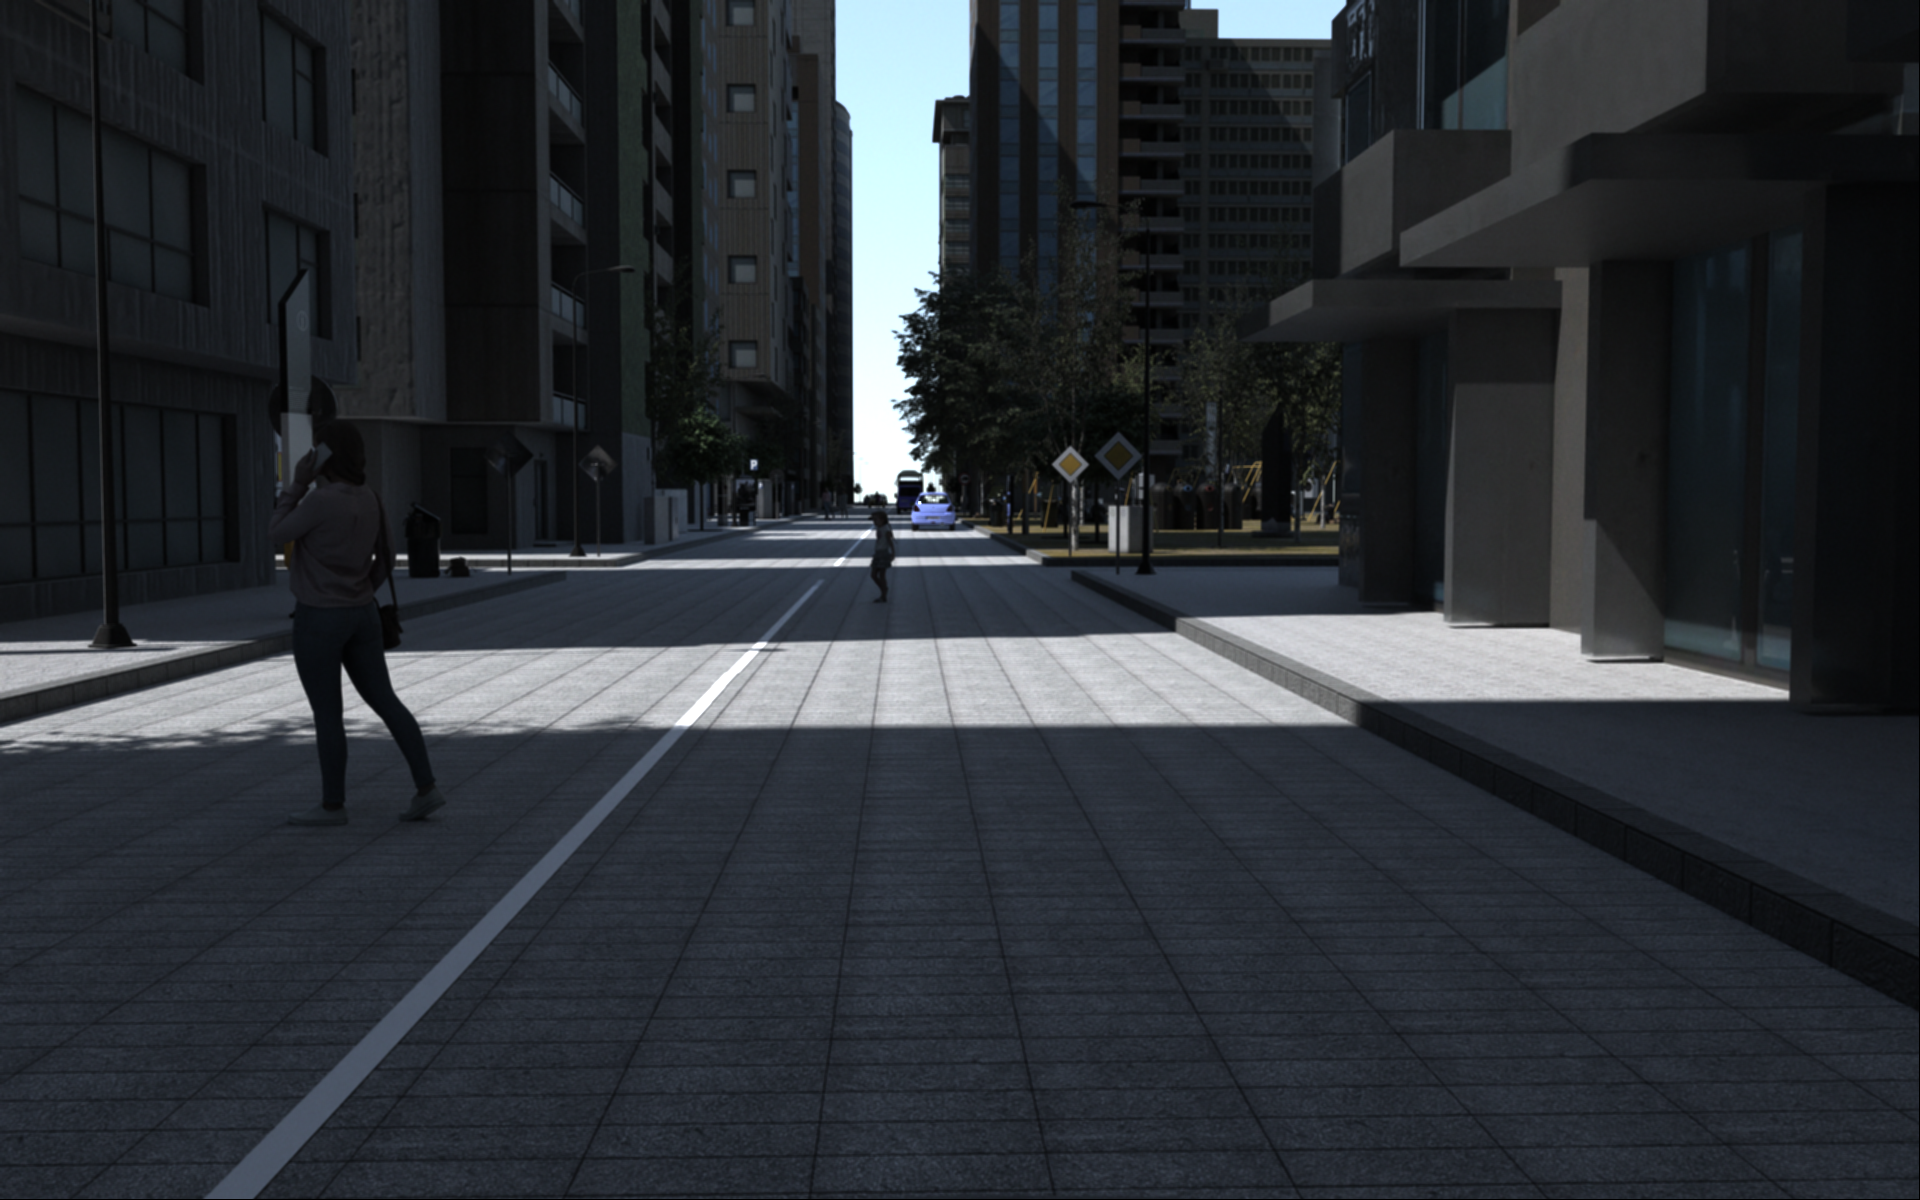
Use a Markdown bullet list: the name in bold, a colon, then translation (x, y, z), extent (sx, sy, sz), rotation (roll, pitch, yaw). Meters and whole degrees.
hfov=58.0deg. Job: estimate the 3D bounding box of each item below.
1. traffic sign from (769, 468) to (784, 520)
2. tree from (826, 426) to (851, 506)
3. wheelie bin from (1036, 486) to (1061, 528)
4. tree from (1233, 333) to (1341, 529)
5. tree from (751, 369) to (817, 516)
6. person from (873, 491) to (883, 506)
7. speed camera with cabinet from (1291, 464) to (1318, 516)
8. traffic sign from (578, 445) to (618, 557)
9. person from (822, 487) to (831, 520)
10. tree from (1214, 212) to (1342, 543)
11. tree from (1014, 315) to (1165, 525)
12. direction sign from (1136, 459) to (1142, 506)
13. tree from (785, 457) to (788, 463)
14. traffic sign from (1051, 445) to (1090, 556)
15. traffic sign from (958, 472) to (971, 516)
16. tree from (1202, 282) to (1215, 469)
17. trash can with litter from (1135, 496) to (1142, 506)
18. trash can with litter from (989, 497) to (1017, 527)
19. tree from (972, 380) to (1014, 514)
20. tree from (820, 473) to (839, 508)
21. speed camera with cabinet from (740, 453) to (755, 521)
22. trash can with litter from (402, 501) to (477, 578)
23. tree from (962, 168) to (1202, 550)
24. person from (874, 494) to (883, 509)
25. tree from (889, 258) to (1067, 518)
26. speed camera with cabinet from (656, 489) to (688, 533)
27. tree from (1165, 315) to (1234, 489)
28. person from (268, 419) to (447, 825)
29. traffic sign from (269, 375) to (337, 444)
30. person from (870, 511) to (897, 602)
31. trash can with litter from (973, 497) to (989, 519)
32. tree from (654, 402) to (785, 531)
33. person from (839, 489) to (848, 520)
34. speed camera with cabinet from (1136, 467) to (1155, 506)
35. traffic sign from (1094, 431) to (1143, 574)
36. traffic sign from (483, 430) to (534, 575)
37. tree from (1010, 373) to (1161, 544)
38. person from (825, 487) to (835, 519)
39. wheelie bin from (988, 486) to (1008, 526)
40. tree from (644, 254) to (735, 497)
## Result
- **traffic sign**: translation (-9.092, -5.247, 85.888), extent (0.768, 2.556, 0.104), rotation (0, 4, 4)
- **tree**: translation (-13.497, -14.447, 186.572), extent (4.360, 8.622, 3.978), rotation (0, 3, 0)
- **wheelie bin**: translation (3.359, -3.553, 65.999), extent (0.980, 1.594, 0.693), rotation (0, 4, -4)
- **tree**: translation (13.298, -6.973, 64.371), extent (4.737, 8.622, 4.395), rotation (0, 3, 0)
- **tree**: translation (-10.419, -9.250, 101.593), extent (4.360, 8.622, 3.978), rotation (0, 3, 0)
- **person**: translation (-8.192, -9.971, 172.312), extent (1.217, 1.735, 0.721), rotation (2, 4, 34)
- **speed camera with cabinet**: translation (20.062, -6.576, 101.852), extent (0.660, 3.252, 2.038), rotation (-3, 5, -42)
- **traffic sign**: translation (-7.376, -1.937, 35.316), extent (0.795, 2.450, 0.064), rotation (0, 4, -2)
- **person**: translation (-7.266, -5.245, 94.261), extent (0.555, 1.821, 0.388), rotation (-3, 4, -37)
- **tree**: translation (8.883, -5.796, 45.128), extent (4.360, 8.622, 3.978), rotation (0, 3, 0)
- **tree**: translation (5.206, -7.354, 70.607), extent (4.737, 8.622, 4.395), rotation (0, 3, 0)
- **direction sign**: translation (6.112, -4.137, 59.630), extent (0.379, 3.537, 0.876), rotation (-1, 4, -14)
- **tree**: translation (-10.677, -6.575, 91.208), extent (4.285, 4.588, 4.351), rotation (0, 3, 0)
- **traffic sign**: translation (2.264, -1.955, 35.603), extent (0.795, 2.450, 0.064), rotation (0, 4, -2)
- **traffic sign**: translation (0.271, -6.177, 101.100), extent (0.768, 2.556, 0.104), rotation (0, 4, -1)
- **tree**: translation (8.747, -6.595, 58.189), extent (4.360, 8.622, 3.978), rotation (0, 3, 0)
- **trash can with litter**: translation (9.504, -5.020, 93.457), extent (0.624, 1.170, 1.055), rotation (0, 4, 4)
- **trash can with litter**: translation (1.821, -3.613, 70.457), extent (0.624, 1.170, 1.055), rotation (-2, 4, -28)
- **tree**: translation (3.800, -9.427, 104.495), extent (4.737, 8.622, 4.395), rotation (0, 3, 0)
- **tree**: translation (-11.960, -10.102, 159.772), extent (1.663, 3.219, 1.824), rotation (0, 3, 0)
- **speed camera with cabinet**: translation (-10.149, -5.408, 82.751), extent (0.660, 3.252, 2.038), rotation (-1, 4, -10)
- **trash can with litter**: translation (-8.058, -0.943, 26.811), extent (1.055, 1.170, 0.624), rotation (-1, 4, -23)
- **tree**: translation (2.475, -5.445, 39.388), extent (4.360, 8.622, 3.978), rotation (0, 3, 0)
- **person**: translation (-7.519, -9.123, 160.891), extent (0.991, 1.433, 0.599), rotation (-1, 4, -18)
- **tree**: translation (0.938, -11.476, 94.282), extent (9.857, 13.997, 8.962), rotation (0, 3, 0)
- **speed camera with cabinet**: translation (-9.862, -3.792, 56.333), extent (2.038, 3.252, 0.660), rotation (-3, 5, -45)
- **tree**: translation (11.093, -7.469, 72.478), extent (4.737, 8.622, 4.395), rotation (0, 3, 0)
- **person**: translation (-2.590, 0.098, 7.491), extent (0.643, 1.750, 0.593), rotation (1, 4, 21)
- **traffic sign**: translation (-6.945, -1.113, 18.303), extent (0.768, 2.556, 0.104), rotation (0, 4, 8)
- **person**: translation (-0.969, -0.576, 22.938), extent (0.382, 1.210, 0.505), rotation (-2, 4, -35)
- **trash can with litter**: translation (1.214, -4.813, 90.083), extent (1.055, 1.170, 0.624), rotation (-1, 4, -14)
- **tree**: translation (-9.096, -4.687, 60.339), extent (4.285, 4.588, 4.351), rotation (0, 3, 0)
- **person**: translation (-6.507, -5.374, 97.119), extent (0.466, 1.731, 0.760), rotation (1, 4, 12)
- **speed camera with cabinet**: translation (8.862, -5.076, 77.325), extent (2.038, 3.252, 0.660), rotation (3, 4, 37)
- **traffic sign**: translation (2.519, -1.467, 27.622), extent (0.795, 2.450, 0.064), rotation (0, 4, -2)
- **traffic sign**: translation (-7.121, -1.449, 27.335), extent (0.795, 2.450, 0.064), rotation (0, 4, -2)
- **tree**: translation (3.150, -4.073, 50.301), extent (4.285, 4.588, 4.351), rotation (0, 3, 0)
- **person**: translation (-7.702, -5.691, 101.403), extent (0.748, 1.841, 0.638), rotation (3, 5, 43)
- **wheelie bin**: translation (1.530, -3.747, 69.175), extent (0.980, 1.594, 0.693), rotation (3, 4, 36)
- **tree**: translation (-9.063, -6.238, 52.354), extent (4.737, 8.622, 4.395), rotation (0, 3, 0)
